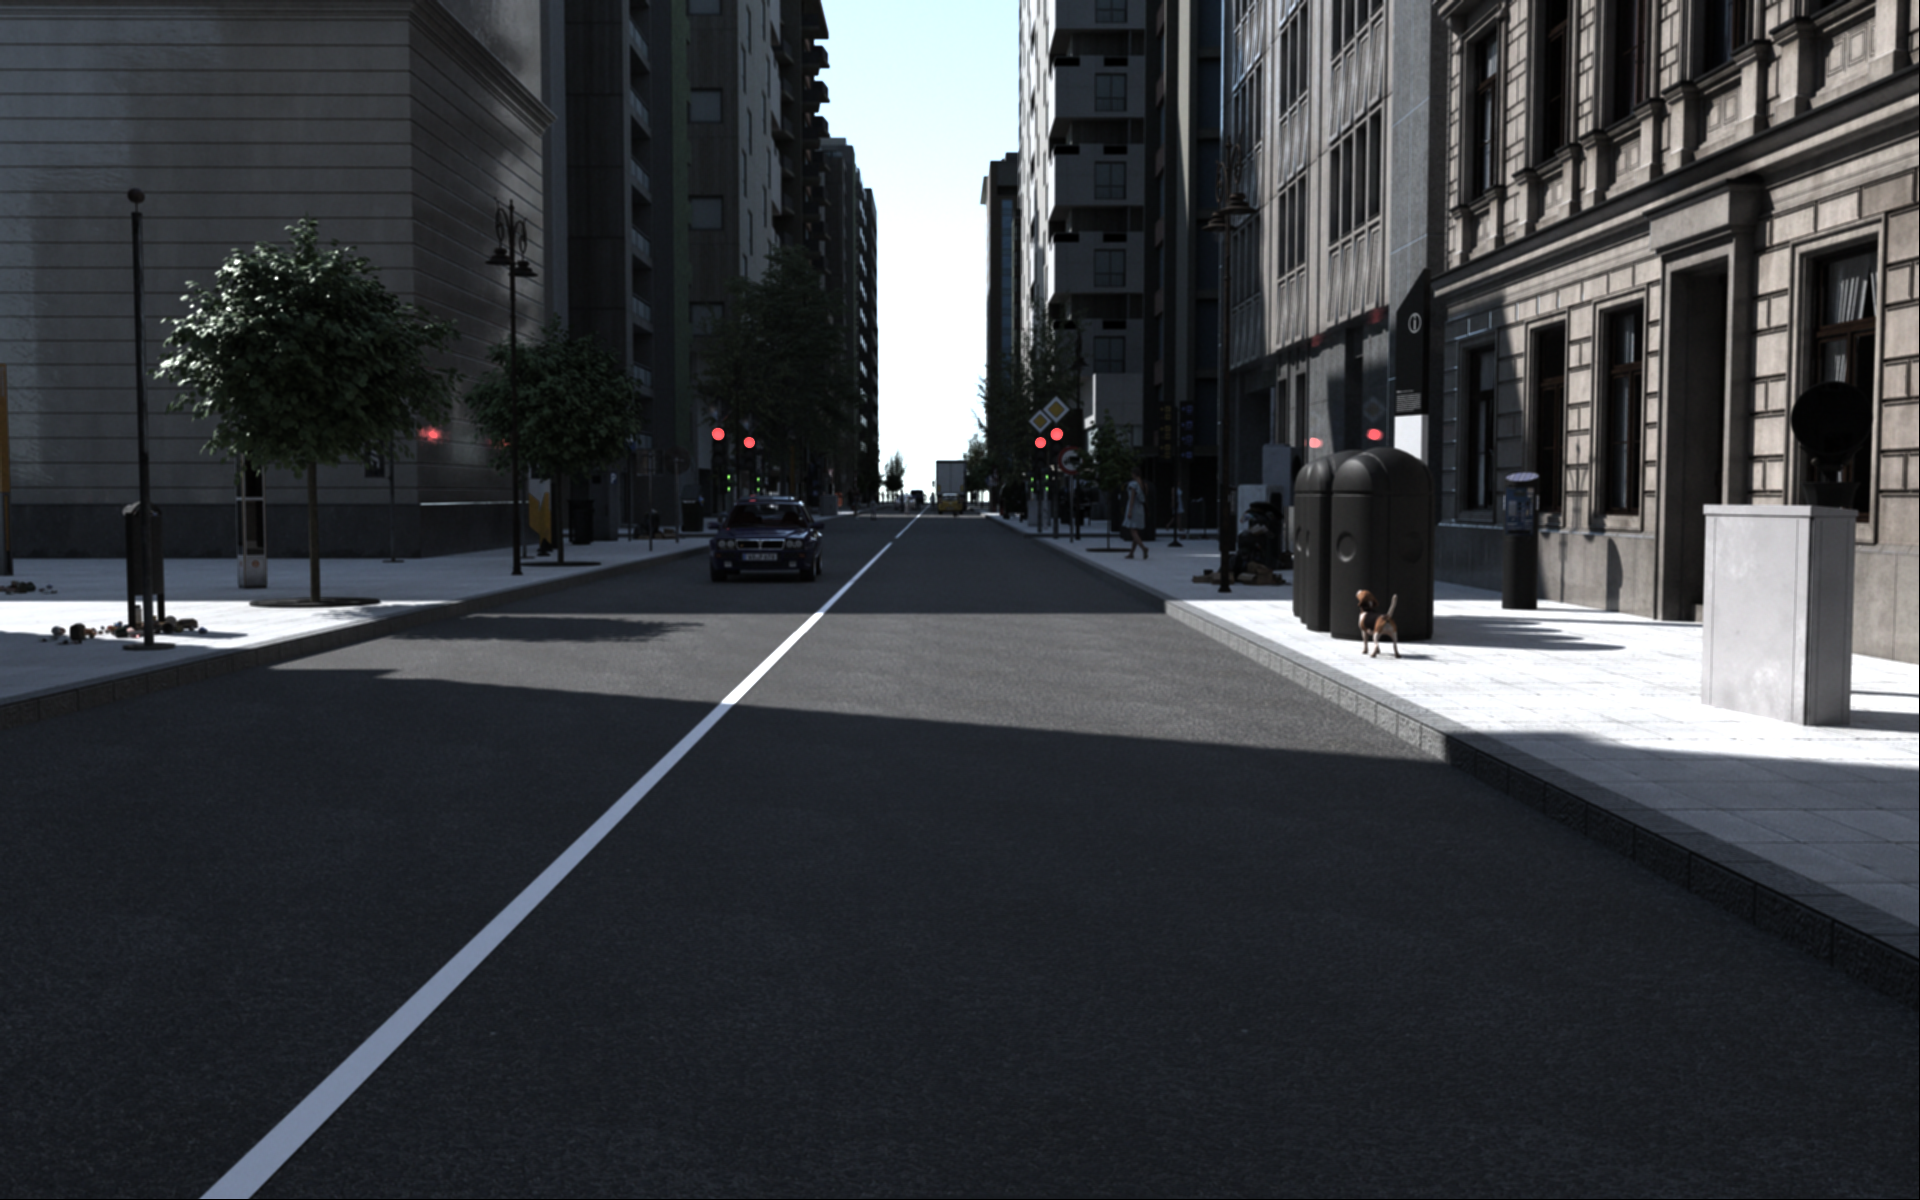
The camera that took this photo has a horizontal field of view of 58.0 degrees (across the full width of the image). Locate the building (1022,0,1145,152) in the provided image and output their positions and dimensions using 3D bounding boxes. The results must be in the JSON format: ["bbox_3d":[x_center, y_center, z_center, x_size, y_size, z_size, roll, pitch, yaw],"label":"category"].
[{"bbox_3d":[19.507,-34.652,155.805,28.713,52.752,27.495,0,4,-1],"label":"building"}]

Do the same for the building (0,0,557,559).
[{"bbox_3d":[-22.901,-14.801,39.258,25.104,27.353,12.463,0,4,-1],"label":"building"}]

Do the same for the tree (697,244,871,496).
[{"bbox_3d":[-7.931,-9.806,78.451,7.486,12.596,7.792,0,3,0],"label":"tree"}]

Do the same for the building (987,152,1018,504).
[{"bbox_3d":[10.615,-35.283,226.983,14.600,45.320,14.200,0,4,-1],"label":"building"}]

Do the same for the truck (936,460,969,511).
[{"bbox_3d":[-0.670,-9.774,148.720,2.839,4.237,11.283,0,4,1],"label":"truck"}]

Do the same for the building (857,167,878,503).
[{"bbox_3d":[-23.382,-38.884,259.459,21.300,48.544,21.600,0,4,-1],"label":"building"}]

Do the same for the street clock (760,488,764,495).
[{"bbox_3d":[-10.146,-5.115,88.199,0.358,2.002,0.471,-1,4,-11],"label":"street clock"}]

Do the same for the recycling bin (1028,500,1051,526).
[{"bbox_3d":[3.176,-3.461,69.140,0.722,1.027,0.722,2,4,31],"label":"recycling bin"}]

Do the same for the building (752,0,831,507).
[{"bbox_3d":[-22.442,-30.070,146.261,22.147,44.769,28.867,0,4,-1],"label":"building"}]

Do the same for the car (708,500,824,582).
[{"bbox_3d":[-3.280,-1.043,29.631,1.945,1.354,3.894,0,4,-2],"label":"car"}]

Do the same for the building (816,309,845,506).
[{"bbox_3d":[-26.327,-20.262,176.321,27.650,21.520,28.899,0,4,-1],"label":"building"}]

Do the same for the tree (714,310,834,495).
[{"bbox_3d":[-7.994,-7.336,70.303,4.360,8.622,3.978,0,3,0],"label":"tree"}]

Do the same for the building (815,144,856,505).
[{"bbox_3d":[-19.209,-31.416,197.252,14.154,41.232,14.086,0,4,-1],"label":"building"}]

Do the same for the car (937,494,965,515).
[{"bbox_3d":[-0.651,-6.867,122.503,2.015,1.641,3.980,0,4,1],"label":"car"}]

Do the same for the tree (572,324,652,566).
[{"bbox_3d":[-7.267,-2.910,31.299,4.285,4.588,4.351,0,3,0],"label":"tree"}]

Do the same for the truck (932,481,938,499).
[{"bbox_3d":[-1.202,-11.486,183.721,3.469,3.379,9.791,0,4,-1],"label":"truck"}]

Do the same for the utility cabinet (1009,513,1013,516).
[{"bbox_3d":[2.918,-5.630,100.725,0.318,1.500,1.173,-1,4,-9],"label":"utility cabinet"}]

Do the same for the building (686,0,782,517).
[{"bbox_3d":[-24.829,-31.282,100.703,28.713,52.752,27.495,0,4,-1],"label":"building"}]

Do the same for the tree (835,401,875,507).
[{"bbox_3d":[-8.847,-10.637,124.282,4.360,8.622,3.978,0,3,0],"label":"tree"}]

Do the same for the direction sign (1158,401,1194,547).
[{"bbox_3d":[5.258,-3.071,42.210,0.876,3.537,0.379,1,4,22],"label":"direction sign"}]

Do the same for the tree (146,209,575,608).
[{"bbox_3d":[-7.627,-2.229,20.157,4.285,4.588,4.351,0,3,0],"label":"tree"}]

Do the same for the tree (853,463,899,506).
[{"bbox_3d":[-9.484,-12.069,181.044,4.285,4.588,4.351,0,3,0],"label":"tree"}]

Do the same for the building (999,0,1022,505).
[{"bbox_3d":[14.973,-46.224,194.017,20.563,71.187,20.611,0,4,-1],"label":"building"}]

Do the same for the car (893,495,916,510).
[{"bbox_3d":[-5.076,-9.007,159.618,2.083,1.381,4.827,0,4,0],"label":"car"}]

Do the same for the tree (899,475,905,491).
[{"bbox_3d":[-9.730,-16.474,253.060,4.285,4.588,4.351,0,3,0],"label":"tree"}]

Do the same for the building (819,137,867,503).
[{"bbox_3d":[-24.096,-37.544,233.449,23.786,49.044,30.456,0,4,-1],"label":"building"}]

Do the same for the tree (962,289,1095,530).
[{"bbox_3d":[2.953,-6.855,62.443,4.737,8.622,4.395,0,3,0],"label":"tree"}]

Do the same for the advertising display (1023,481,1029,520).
[{"bbox_3d":[3.260,-4.909,85.474,0.123,1.923,0.974,1,4,11],"label":"advertising display"}]

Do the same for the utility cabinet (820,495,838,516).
[{"bbox_3d":[-7.691,-5.533,101.631,1.020,1.237,0.306,1,4,15],"label":"utility cabinet"}]

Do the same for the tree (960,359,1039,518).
[{"bbox_3d":[2.733,-8.796,94.169,4.360,8.622,3.978,0,3,0],"label":"tree"}]

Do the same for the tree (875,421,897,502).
[{"bbox_3d":[-9.427,-13.707,174.472,4.360,8.622,3.978,0,3,0],"label":"tree"}]

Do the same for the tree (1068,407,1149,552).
[{"bbox_3d":[3.202,-2.703,38.792,1.663,3.219,1.824,0,3,0],"label":"tree"}]

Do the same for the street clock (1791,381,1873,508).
[{"bbox_3d":[5.633,-0.408,11.236,0.471,2.002,0.358,2,4,28],"label":"street clock"}]

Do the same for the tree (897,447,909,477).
[{"bbox_3d":[-9.864,-19.025,261.416,4.360,8.622,3.978,0,3,0],"label":"tree"}]

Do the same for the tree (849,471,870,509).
[{"bbox_3d":[-8.327,-9.297,146.610,1.663,3.219,1.824,0,3,0],"label":"tree"}]

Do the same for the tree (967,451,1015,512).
[{"bbox_3d":[2.540,-8.727,126.406,4.285,4.588,4.351,0,3,0],"label":"tree"}]

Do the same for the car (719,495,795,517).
[{"bbox_3d":[-4.395,-1.664,39.209,2.014,1.417,4.499,0,4,-2],"label":"car"}]

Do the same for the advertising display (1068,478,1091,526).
[{"bbox_3d":[4.835,-3.971,70.135,0.974,1.923,0.123,-1,4,-14],"label":"advertising display"}]

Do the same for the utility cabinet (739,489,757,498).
[{"bbox_3d":[-8.967,-3.946,73.190,0.318,1.500,1.173,2,4,28],"label":"utility cabinet"}]

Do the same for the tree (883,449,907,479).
[{"bbox_3d":[-10.326,-20.272,281.801,4.737,8.622,4.395,0,3,0],"label":"tree"}]

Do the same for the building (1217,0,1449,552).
[{"bbox_3d":[13.033,-13.332,36.009,12.078,24.808,19.932,0,4,-1],"label":"building"}]

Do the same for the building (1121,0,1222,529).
[{"bbox_3d":[20.519,-25.512,71.738,28.867,44.769,22.147,0,4,-1],"label":"building"}]

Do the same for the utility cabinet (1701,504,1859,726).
[{"bbox_3d":[4.739,0.067,10.063,0.306,1.237,1.020,-1,4,-9],"label":"utility cabinet"}]

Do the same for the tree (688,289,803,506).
[{"bbox_3d":[-8.075,-6.897,63.128,4.737,8.622,4.395,0,3,0],"label":"tree"}]

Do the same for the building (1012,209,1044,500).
[{"bbox_3d":[12.249,-24.813,177.386,14.160,30.474,14.107,0,4,-1],"label":"building"}]

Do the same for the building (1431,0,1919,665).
[{"bbox_3d":[11.848,-9.281,16.365,10.561,19.102,19.286,0,4,-1],"label":"building"}]

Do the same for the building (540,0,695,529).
[{"bbox_3d":[-18.284,-23.381,65.870,14.154,41.232,14.086,0,4,-1],"label":"building"}]

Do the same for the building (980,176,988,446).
[{"bbox_3d":[17.792,-42.129,278.047,28.713,52.752,27.495,0,4,-1],"label":"building"}]
